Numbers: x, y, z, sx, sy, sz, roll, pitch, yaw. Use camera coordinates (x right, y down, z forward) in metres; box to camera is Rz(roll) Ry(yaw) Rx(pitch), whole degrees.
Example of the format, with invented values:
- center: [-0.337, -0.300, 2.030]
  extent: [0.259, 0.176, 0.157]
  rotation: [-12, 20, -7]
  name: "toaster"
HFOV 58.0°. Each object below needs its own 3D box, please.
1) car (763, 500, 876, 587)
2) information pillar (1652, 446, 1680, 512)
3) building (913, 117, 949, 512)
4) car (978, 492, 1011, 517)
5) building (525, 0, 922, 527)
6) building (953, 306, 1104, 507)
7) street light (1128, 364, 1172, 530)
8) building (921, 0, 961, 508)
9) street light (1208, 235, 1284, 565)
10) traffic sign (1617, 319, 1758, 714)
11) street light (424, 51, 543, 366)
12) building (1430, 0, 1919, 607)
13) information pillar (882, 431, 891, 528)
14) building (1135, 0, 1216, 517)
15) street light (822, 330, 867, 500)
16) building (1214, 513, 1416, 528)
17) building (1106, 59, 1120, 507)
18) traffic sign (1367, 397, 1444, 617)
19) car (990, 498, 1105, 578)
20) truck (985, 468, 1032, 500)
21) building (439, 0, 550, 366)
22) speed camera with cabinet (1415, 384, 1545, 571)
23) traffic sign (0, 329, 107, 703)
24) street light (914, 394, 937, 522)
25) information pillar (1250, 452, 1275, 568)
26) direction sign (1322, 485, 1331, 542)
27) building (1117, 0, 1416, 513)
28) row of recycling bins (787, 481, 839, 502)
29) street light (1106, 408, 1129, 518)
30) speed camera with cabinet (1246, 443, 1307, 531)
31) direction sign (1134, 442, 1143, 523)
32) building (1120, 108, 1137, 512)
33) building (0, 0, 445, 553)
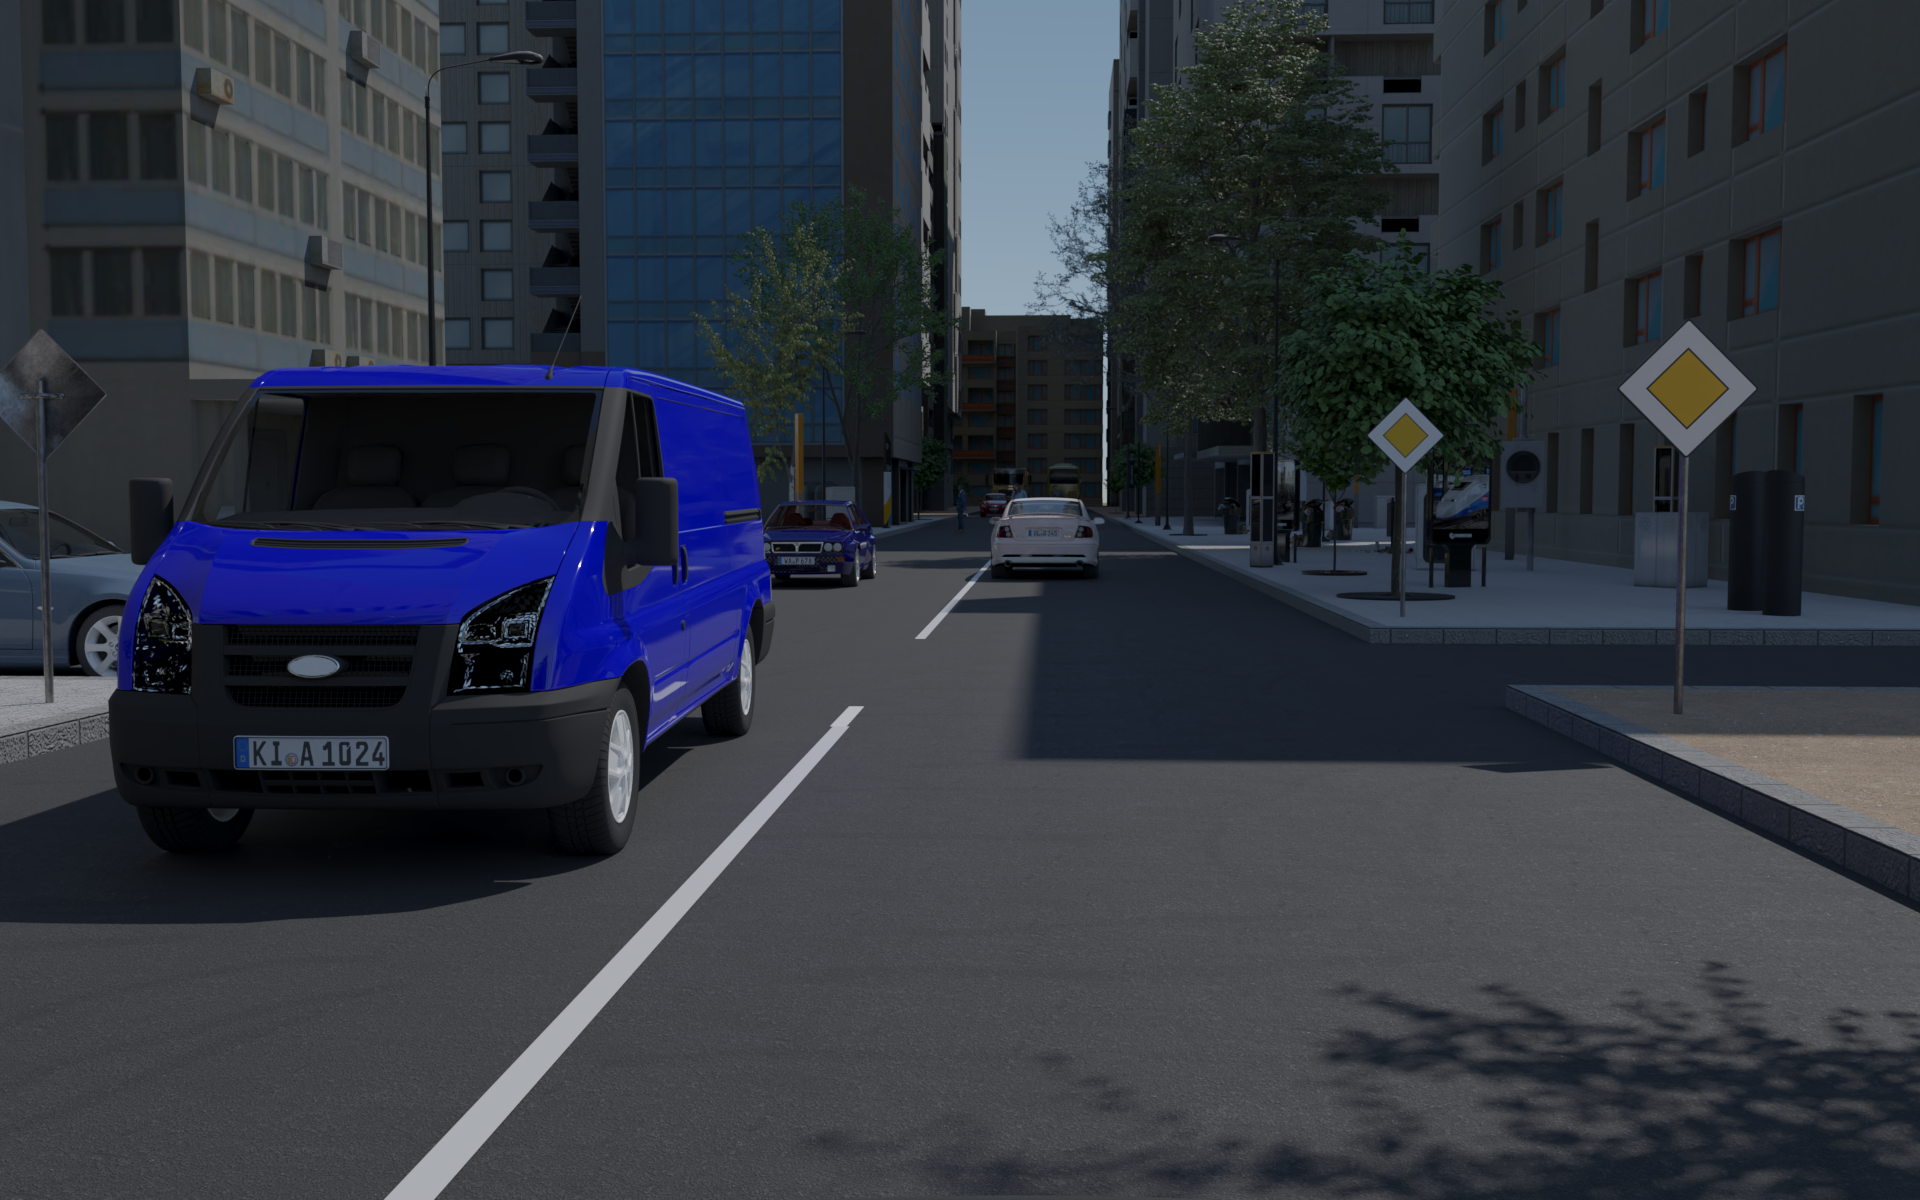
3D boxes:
- center: [-2.359, -0.945, 28.033]
  extent: [1.945, 1.354, 3.894]
  rotation: [0, 4, 3]
  name: "car"
- center: [10.767, -1.342, 26.432]
  extent: [0.304, 2.012, 0.304]
  rotation: [3, 5, 39]
  name: "information pillar"
- center: [-8.324, -21.869, 129.258]
  extent: [14.160, 30.474, 14.107]
  rotation: [0, 4, 3]
  name: "building"
- center: [2.244, -6.157, 109.713]
  extent: [2.155, 1.783, 4.494]
  rotation: [0, 4, 4]
  name: "car"
- center: [-9.043, -25.814, 72.162]
  extent: [14.600, 45.320, 14.200]
  rotation: [0, 4, 3]
  name: "building"
- center: [1.020, -21.232, 192.190]
  extent: [28.899, 21.520, 27.650]
  rotation: [0, 4, 3]
  name: "building"
- center: [6.905, -5.476, 62.080]
  extent: [1.470, 5.913, 1.316]
  rotation: [0, 4, 3]
  name: "street light"
- center: [-13.502, -34.564, 154.358]
  extent: [27.495, 52.752, 28.713]
  rotation: [0, 4, 3]
  name: "building"
- center: [5.135, -3.584, 31.147]
  extent: [1.470, 5.913, 1.316]
  rotation: [0, 4, 3]
  name: "street light"
- center: [4.185, -0.391, 10.039]
  extent: [0.795, 2.450, 0.064]
  rotation: [0, 4, 3]
  name: "traffic sign"
- center: [-5.074, -2.803, 18.371]
  extent: [1.470, 5.913, 1.316]
  rotation: [0, 4, 3]
  name: "street light"
- center: [26.038, -11.358, 30.750]
  extent: [28.899, 21.520, 27.650]
  rotation: [0, 4, 3]
  name: "building"
- center: [-2.715, -4.484, 64.669]
  extent: [0.183, 3.616, 0.504]
  rotation: [1, 4, 22]
  name: "information pillar"
- center: [21.863, -34.779, 110.642]
  extent: [21.231, 58.520, 28.212]
  rotation: [0, 4, 3]
  name: "building"
- center: [-3.344, -4.695, 49.306]
  extent: [1.470, 5.913, 1.316]
  rotation: [0, 4, 3]
  name: "street light"
- center: [23.926, -29.873, 77.668]
  extent: [28.713, 52.752, 27.495]
  rotation: [0, 4, 3]
  name: "building"
- center: [26.510, -34.371, 185.667]
  extent: [21.600, 48.544, 21.300]
  rotation: [0, 4, 3]
  name: "building"
- center: [4.615, -0.879, 18.012]
  extent: [0.795, 2.450, 0.064]
  rotation: [0, 4, 3]
  name: "traffic sign"
- center: [1.542, -1.132, 30.873]
  extent: [2.083, 1.381, 4.827]
  rotation: [0, 4, 4]
  name: "car"
- center: [3.888, -8.380, 132.937]
  extent: [3.469, 3.379, 9.791]
  rotation: [0, 4, 4]
  name: "truck"
- center: [-16.001, -31.741, 108.198]
  extent: [28.713, 52.752, 27.495]
  rotation: [0, 4, 3]
  name: "building"
- center: [8.693, -2.119, 28.974]
  extent: [2.038, 3.252, 0.660]
  rotation: [1, 4, 17]
  name: "speed camera with cabinet"
- center: [-5.594, -0.425, 10.584]
  extent: [0.795, 2.450, 0.064]
  rotation: [0, 4, 3]
  name: "traffic sign"
- center: [-1.746, -6.613, 80.655]
  extent: [1.470, 5.913, 1.316]
  rotation: [0, 4, 3]
  name: "street light"
- center: [5.271, -1.573, 30.218]
  extent: [0.304, 2.012, 0.304]
  rotation: [-2, 4, -32]
  name: "information pillar"
- center: [9.794, -3.338, 46.574]
  extent: [0.876, 3.537, 0.379]
  rotation: [3, 5, 44]
  name: "direction sign"
- center: [27.888, -34.464, 152.723]
  extent: [28.713, 52.752, 27.495]
  rotation: [0, 4, 3]
  name: "building"
- center: [-4.838, -3.054, 57.041]
  extent: [1.069, 1.692, 3.534]
  rotation: [-2, 4, -24]
  name: "row of recycling bins"
- center: [8.504, -7.369, 93.022]
  extent: [1.470, 5.913, 1.316]
  rotation: [0, 4, 3]
  name: "street light"
- center: [10.953, -4.016, 59.995]
  extent: [2.038, 3.252, 0.660]
  rotation: [3, 4, 37]
  name: "speed camera with cabinet"
- center: [7.856, -5.144, 76.109]
  extent: [0.379, 3.537, 0.876]
  rotation: [0, 4, 1]
  name: "direction sign"
- center: [19.279, -22.085, 132.787]
  extent: [14.160, 30.474, 14.107]
  rotation: [0, 4, 3]
  name: "building"
- center: [-23.564, -20.745, 31.065]
  extent: [32.217, 40.220, 23.993]
  rotation: [0, 4, 3]
  name: "building"
